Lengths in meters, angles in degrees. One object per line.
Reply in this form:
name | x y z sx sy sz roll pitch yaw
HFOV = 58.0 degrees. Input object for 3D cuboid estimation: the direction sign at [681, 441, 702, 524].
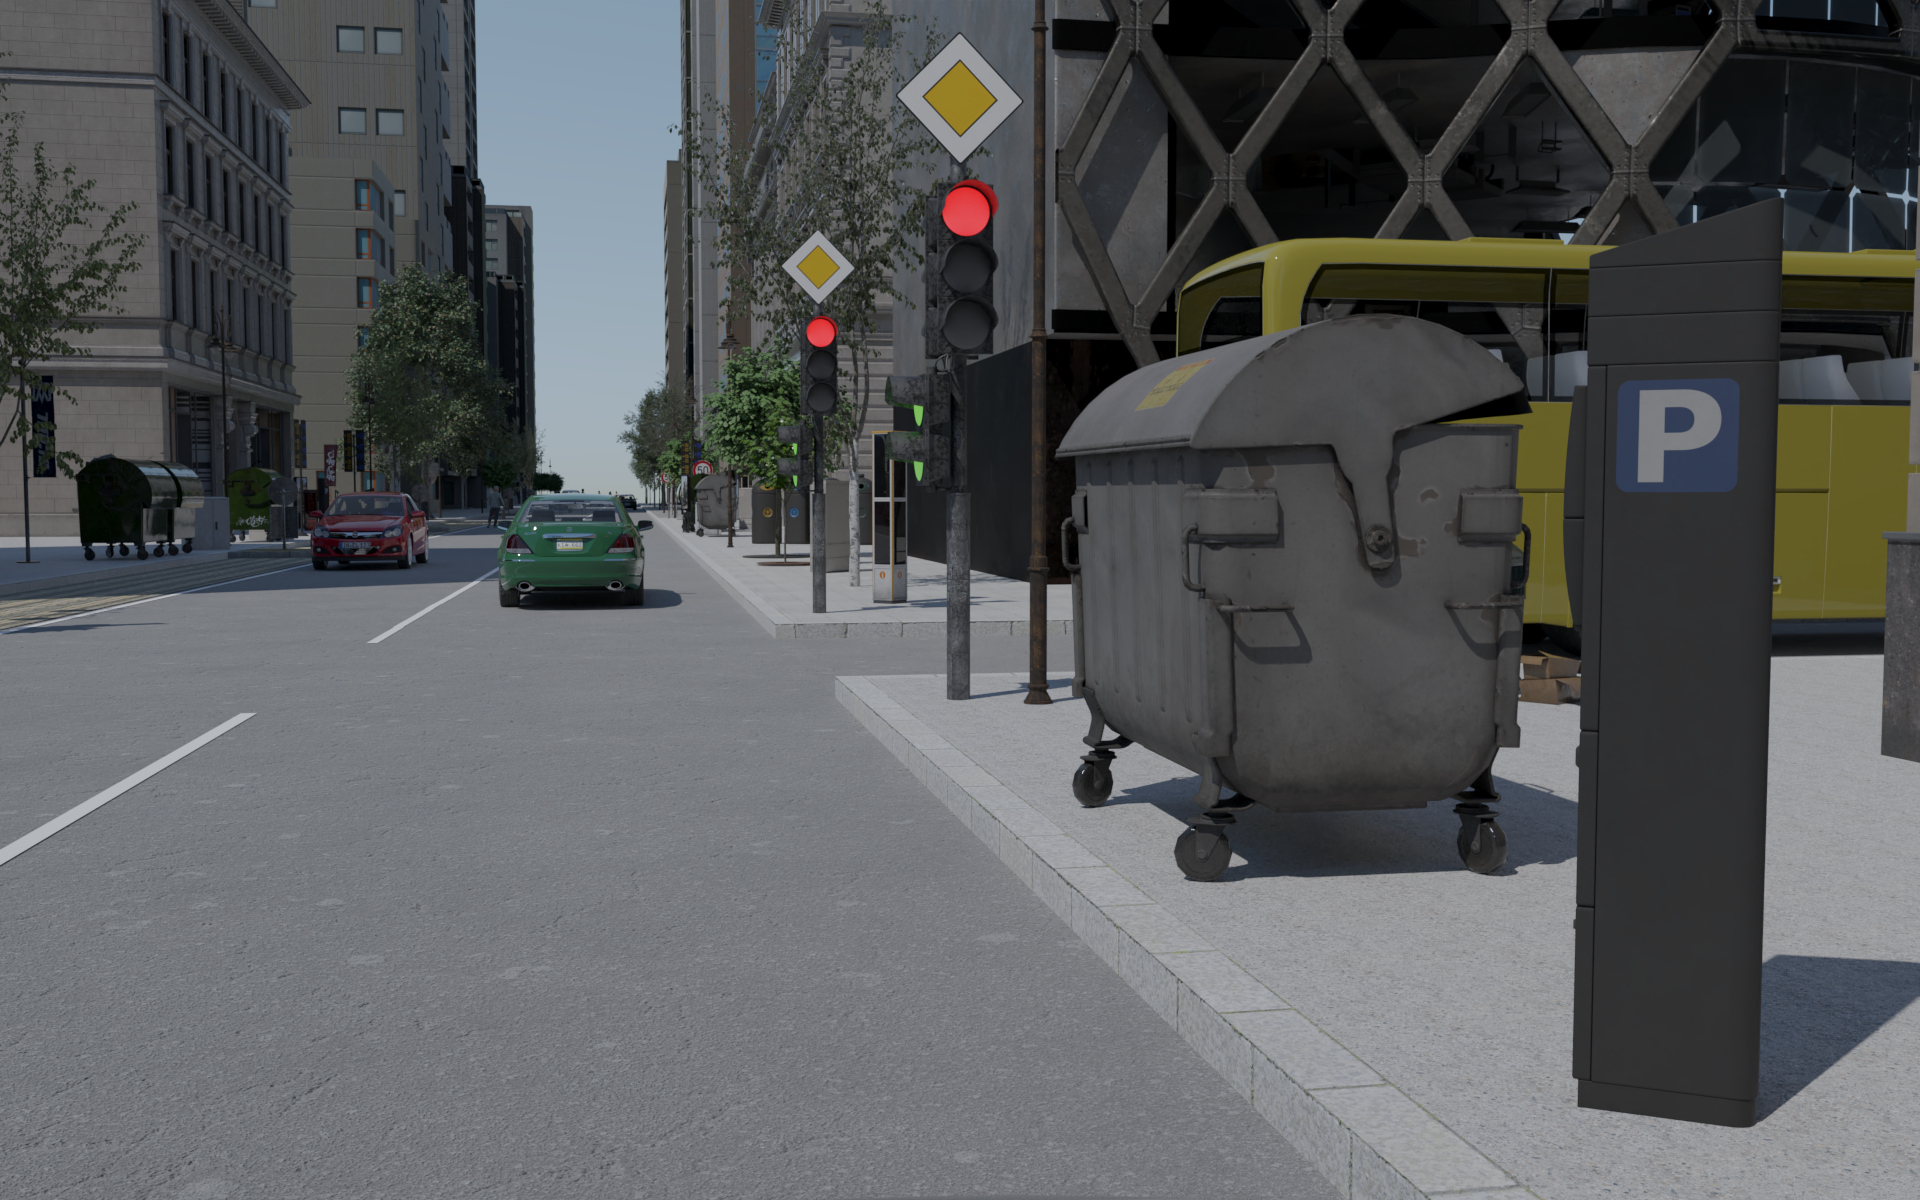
direction sign | -11.374 -4.980 73.421 0.876 3.537 0.379 -2 4 -24

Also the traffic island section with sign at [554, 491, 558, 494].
traffic island section with sign | -45.435 -11.445 195.757 1.989 1.847 2.006 -1 4 -11

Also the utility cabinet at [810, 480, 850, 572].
utility cabinet | -2.090 -1.216 28.568 0.318 1.500 1.173 1 4 22

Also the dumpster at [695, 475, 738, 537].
dumpster | -7.330 -2.842 52.220 1.264 1.857 1.865 -1 4 -11

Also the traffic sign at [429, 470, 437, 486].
traffic sign | -27.719 -5.525 90.438 0.768 2.556 0.104 0 4 -2

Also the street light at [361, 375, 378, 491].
street light | -22.925 -5.782 67.329 0.468 5.910 1.993 -1 4 -11

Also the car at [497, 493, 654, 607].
car | -5.225 -0.716 23.502 2.131 1.459 4.920 -1 4 -11

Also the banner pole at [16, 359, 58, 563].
banner pole | -17.157 -2.578 32.171 0.863 3.779 0.401 1 4 8

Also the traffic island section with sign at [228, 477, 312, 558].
traffic island section with sign | -15.397 -1.879 39.351 1.989 1.847 2.006 -1 4 -11

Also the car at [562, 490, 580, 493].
car | -34.403 -8.839 153.188 2.281 1.827 5.304 -1 4 -12

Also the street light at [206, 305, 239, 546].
street light | -18.011 -4.260 42.435 0.468 5.910 1.993 -1 4 -11

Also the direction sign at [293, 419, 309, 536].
direction sign | -20.051 -3.712 52.693 0.379 3.537 0.876 0 4 1

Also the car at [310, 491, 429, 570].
car | -11.650 -1.546 34.312 2.155 1.783 4.494 -1 4 -11

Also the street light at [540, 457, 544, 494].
street light | -48.194 -13.866 199.498 0.468 5.910 1.993 -1 4 -11

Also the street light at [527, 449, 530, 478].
street light | -43.396 -12.326 174.325 0.468 5.910 1.993 -1 4 -11

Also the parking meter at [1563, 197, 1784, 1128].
parking meter | 1.474 0.128 3.622 0.399 1.863 0.255 2 4 23

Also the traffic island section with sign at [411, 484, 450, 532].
traffic island section with sign | -20.486 -3.498 65.824 1.989 1.847 2.006 -1 4 -11

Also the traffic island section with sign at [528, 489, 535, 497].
traffic island section with sign | -35.012 -8.129 141.530 1.989 1.847 2.006 -1 4 -11

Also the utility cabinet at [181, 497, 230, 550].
utility cabinet | -17.313 -1.748 39.743 0.306 1.237 1.020 3 5 42

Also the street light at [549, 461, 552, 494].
street light | -53.303 -15.449 225.375 0.468 5.910 1.993 -1 4 -11

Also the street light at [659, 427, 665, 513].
street light | -20.020 -8.820 116.992 0.468 5.910 1.993 -1 4 -11

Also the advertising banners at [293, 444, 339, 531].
advertising banners | -22.721 -3.934 60.503 2.074 3.025 0.090 -2 4 -35

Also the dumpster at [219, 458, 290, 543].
dumpster | -18.850 -2.681 46.327 1.502 2.255 1.985 -1 4 -11

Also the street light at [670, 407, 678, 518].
street light | -15.187 -7.298 92.108 0.468 5.910 1.993 -1 4 -11

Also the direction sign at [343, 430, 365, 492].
direction sign | -21.396 -4.234 61.225 0.876 3.537 0.379 1 4 21

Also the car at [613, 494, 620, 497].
car | -37.112 -10.885 188.196 2.015 1.641 3.980 -1 4 -11

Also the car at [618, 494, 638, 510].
car | -29.749 -8.850 154.481 2.009 1.686 4.222 -1 4 -13

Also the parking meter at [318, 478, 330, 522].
parking meter | -23.351 -3.540 63.586 0.255 1.863 0.399 1 4 12

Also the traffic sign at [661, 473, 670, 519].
traffic sign | -15.258 -5.544 90.756 0.768 2.556 0.104 0 4 -6

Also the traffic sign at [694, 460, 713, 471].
traffic sign | -9.702 -3.996 65.440 0.768 2.556 0.104 0 4 -2

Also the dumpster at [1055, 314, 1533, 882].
dumpster | 1.177 -0.043 6.457 1.264 1.857 1.865 -1 4 -11

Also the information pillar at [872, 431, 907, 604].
information pillar | -0.823 -0.968 20.321 0.304 2.012 0.304 2 4 35

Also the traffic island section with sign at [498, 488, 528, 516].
traffic island section with sign | -29.934 -6.509 115.056 1.989 1.847 2.006 -1 4 -11

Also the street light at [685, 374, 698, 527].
street light | -10.370 -5.763 67.020 0.468 5.910 1.993 -1 4 -11

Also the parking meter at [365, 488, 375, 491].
parking meter | -23.767 -3.753 69.766 0.372 1.533 0.369 0 3 0

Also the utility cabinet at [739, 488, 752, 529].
utility cabinet | -7.322 -3.266 62.075 1.173 1.500 0.318 1 4 14

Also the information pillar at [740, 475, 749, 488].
information pillar | -8.451 -3.883 67.987 0.304 2.012 0.304 -1 4 -15

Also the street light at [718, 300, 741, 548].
street light | -5.510 -4.196 41.386 0.468 5.910 1.993 -1 4 -11

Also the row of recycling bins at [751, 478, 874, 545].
row of recycling bins | -3.724 -2.272 44.254 3.534 1.692 1.069 1 4 21

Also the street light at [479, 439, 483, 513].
street light | -32.293 -8.814 116.900 0.468 5.910 1.993 -1 4 -11

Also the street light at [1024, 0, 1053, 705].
street light | 0.479 -2.303 10.443 0.468 5.910 1.993 -1 4 -11

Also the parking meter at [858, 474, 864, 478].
parking meter | -2.950 -2.693 49.746 0.255 1.863 0.399 3 4 36

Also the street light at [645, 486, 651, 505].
street light | -40.353 -15.283 222.657 0.468 5.910 1.993 -1 4 -11

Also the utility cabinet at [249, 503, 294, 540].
utility cabinet | -19.037 -2.397 47.866 1.173 1.500 0.318 1 4 9

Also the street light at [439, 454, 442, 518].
street light | -27.582 -7.277 91.762 0.468 5.910 1.993 -1 4 -11
